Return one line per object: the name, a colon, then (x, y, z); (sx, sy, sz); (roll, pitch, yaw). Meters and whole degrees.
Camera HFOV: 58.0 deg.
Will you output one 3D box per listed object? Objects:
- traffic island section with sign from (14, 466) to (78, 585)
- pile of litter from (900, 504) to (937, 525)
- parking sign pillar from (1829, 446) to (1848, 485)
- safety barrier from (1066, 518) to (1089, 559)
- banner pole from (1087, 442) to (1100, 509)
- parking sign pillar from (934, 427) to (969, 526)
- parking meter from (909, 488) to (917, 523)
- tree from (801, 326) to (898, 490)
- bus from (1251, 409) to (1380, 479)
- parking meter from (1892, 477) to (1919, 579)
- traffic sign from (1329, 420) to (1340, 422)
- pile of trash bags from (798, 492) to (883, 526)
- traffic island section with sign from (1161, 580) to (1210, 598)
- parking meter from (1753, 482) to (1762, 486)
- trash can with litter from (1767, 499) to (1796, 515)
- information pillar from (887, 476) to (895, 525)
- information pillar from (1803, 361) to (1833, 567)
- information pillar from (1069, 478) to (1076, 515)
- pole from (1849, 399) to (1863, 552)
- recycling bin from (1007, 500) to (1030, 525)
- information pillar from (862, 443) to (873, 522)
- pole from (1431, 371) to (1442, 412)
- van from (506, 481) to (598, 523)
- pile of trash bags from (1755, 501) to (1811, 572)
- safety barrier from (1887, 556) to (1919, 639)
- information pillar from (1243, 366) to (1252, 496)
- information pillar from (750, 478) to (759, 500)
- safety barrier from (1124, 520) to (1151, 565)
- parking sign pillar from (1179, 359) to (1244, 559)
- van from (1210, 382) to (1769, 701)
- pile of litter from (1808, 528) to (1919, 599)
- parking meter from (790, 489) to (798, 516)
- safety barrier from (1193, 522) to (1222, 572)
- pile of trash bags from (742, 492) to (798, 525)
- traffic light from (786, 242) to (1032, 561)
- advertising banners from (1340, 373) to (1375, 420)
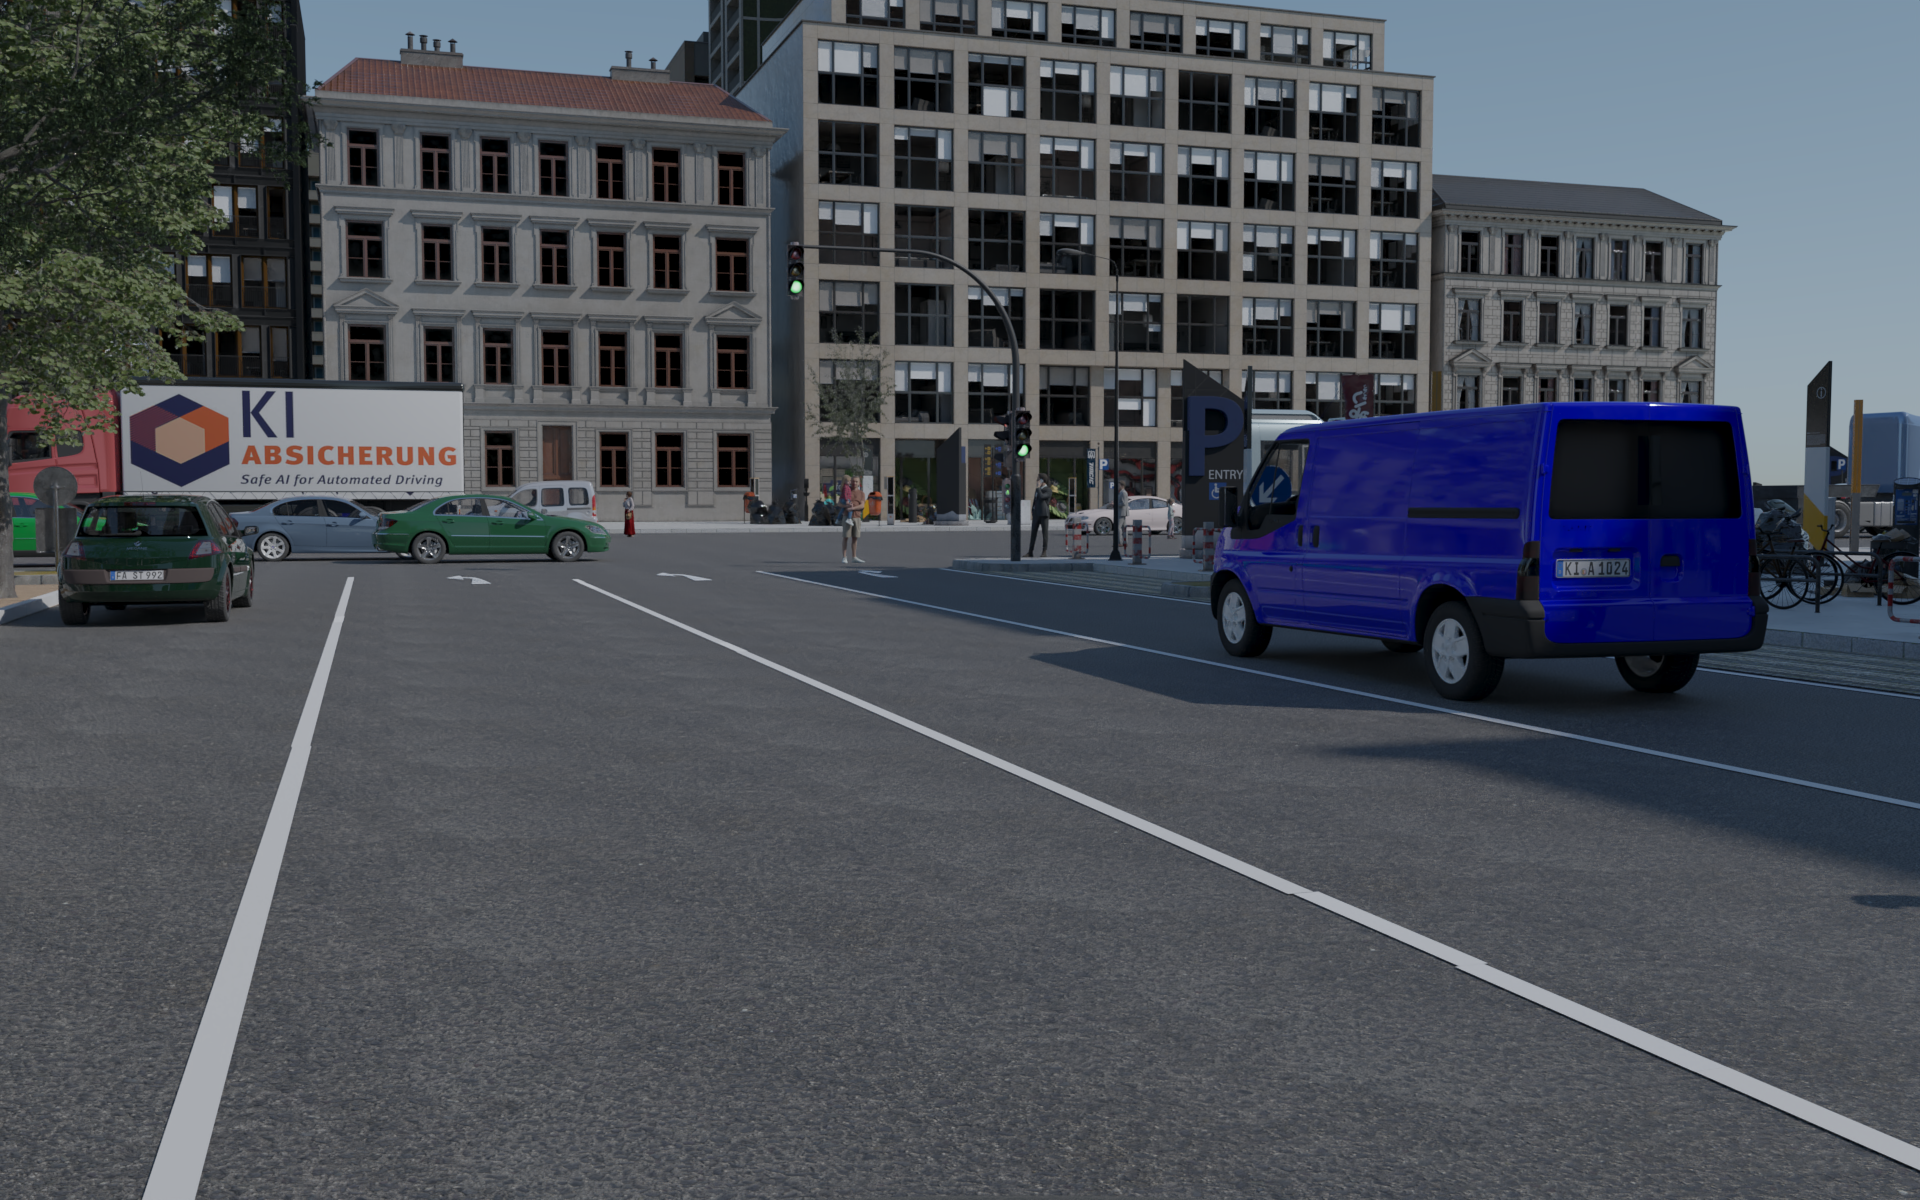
traffic island section with sign: (-14.752, -1.219, 28.062); (2.006, 1.907, 1.989); (-1, 4, -19)
pile of litter: (-1.988, -3.951, 78.569); (1.176, 0.858, 1.719); (-3, 4, -38)
parking sign pillar: (44.725, -6.113, 88.423); (1.447, 3.967, 1.447); (1, 4, 21)
safety barrier: (2.301, -1.213, 34.103); (0.300, 0.817, 1.120); (-1, 4, -19)
banner pole: (6.492, -5.732, 83.736); (0.863, 3.779, 0.401); (-1, 4, -23)
parking sign pillar: (-0.353, -5.017, 70.493); (1.447, 3.967, 1.447); (3, 5, 45)
parking meter: (-2.105, -4.201, 77.105); (0.372, 1.533, 0.369); (0, 3, 0)
tree: (-4.630, -7.627, 75.062); (4.360, 8.622, 3.978); (0, 3, 0)
bus: (12.204, -2.782, 40.340); (13.247, 3.499, 2.948); (-1, 4, -17)
parking meter: (14.250, -1.081, 26.082); (0.372, 1.533, 0.369); (0, 3, 0)
traffic sign: (6.445, -1.813, 29.745); (0.768, 2.556, 0.104); (-1, 4, -17)
pile of trash bags: (-4.482, -3.658, 69.563); (3.447, 1.369, 1.912); (3, 4, 37)
traffic island section with sign: (3.944, -0.975, 24.574); (1.989, 1.847, 2.006); (-1, 4, -19)
parking meter: (38.710, -4.794, 84.096); (0.399, 1.863, 0.255); (-1, 4, -11)
trash can with litter: (17.355, -1.514, 36.147); (0.624, 1.170, 1.055); (-1, 4, -22)
information pillar: (-2.878, -4.125, 71.941); (0.304, 2.012, 0.304); (0, 4, 0)
information pillar: (15.202, -2.406, 30.697); (0.183, 3.616, 0.504); (-1, 4, -19)
information pillar: (5.036, -4.470, 77.571); (0.304, 2.012, 0.304); (1, 4, 12)
pole: (19.384, -2.668, 37.457); (0.158, 3.312, 0.155); (0, 3, 0)
recycling bin: (2.462, -3.660, 72.397); (0.722, 1.027, 0.722); (3, 4, 38)
information pillar: (-4.202, -5.338, 78.629); (0.504, 3.616, 0.183); (-1, 4, -23)
pole: (7.911, -2.141, 28.850); (0.158, 3.312, 0.155); (0, 3, 0)
van: (-13.284, -2.844, 53.510); (4.112, 2.044, 2.013); (-1, 4, -17)
pile of trash bags: (12.363, -1.172, 28.917); (3.447, 1.369, 1.912); (2, 4, 30)
safety barrier: (8.652, -0.061, 15.271); (0.300, 0.817, 1.120); (-1, 4, -19)
information pillar: (5.296, -2.479, 31.885); (0.183, 3.616, 0.504); (0, 4, 2)
information pillar: (-9.331, -4.538, 78.691); (0.304, 2.012, 0.304); (3, 4, 37)
safety barrier: (3.215, -1.048, 31.413); (0.300, 0.817, 1.120); (-1, 4, -19)
parking sign pillar: (5.107, -2.818, 34.545); (1.447, 3.967, 1.447); (0, 4, -1)
van: (3.798, -0.577, 13.825); (2.240, 2.365, 5.245); (-1, 4, -17)
pile of litter: (11.554, -0.472, 21.677); (1.176, 0.858, 1.719); (-2, 4, -24)
parking meter: (-7.698, -4.405, 80.427); (0.372, 1.533, 0.369); (0, 3, 0)
safety barrier: (4.118, -0.883, 28.717); (0.300, 0.817, 1.120); (-1, 4, -19)
pile of trash bags: (-8.320, -3.953, 74.385); (1.912, 1.369, 3.447); (-3, 4, -39)
traffic light: (-0.924, -3.518, 32.192); (4.771, 5.953, 1.251); (-1, 4, -19)
advertising banners: (6.400, -1.746, 24.742); (2.074, 3.025, 0.090); (2, 4, 35)
